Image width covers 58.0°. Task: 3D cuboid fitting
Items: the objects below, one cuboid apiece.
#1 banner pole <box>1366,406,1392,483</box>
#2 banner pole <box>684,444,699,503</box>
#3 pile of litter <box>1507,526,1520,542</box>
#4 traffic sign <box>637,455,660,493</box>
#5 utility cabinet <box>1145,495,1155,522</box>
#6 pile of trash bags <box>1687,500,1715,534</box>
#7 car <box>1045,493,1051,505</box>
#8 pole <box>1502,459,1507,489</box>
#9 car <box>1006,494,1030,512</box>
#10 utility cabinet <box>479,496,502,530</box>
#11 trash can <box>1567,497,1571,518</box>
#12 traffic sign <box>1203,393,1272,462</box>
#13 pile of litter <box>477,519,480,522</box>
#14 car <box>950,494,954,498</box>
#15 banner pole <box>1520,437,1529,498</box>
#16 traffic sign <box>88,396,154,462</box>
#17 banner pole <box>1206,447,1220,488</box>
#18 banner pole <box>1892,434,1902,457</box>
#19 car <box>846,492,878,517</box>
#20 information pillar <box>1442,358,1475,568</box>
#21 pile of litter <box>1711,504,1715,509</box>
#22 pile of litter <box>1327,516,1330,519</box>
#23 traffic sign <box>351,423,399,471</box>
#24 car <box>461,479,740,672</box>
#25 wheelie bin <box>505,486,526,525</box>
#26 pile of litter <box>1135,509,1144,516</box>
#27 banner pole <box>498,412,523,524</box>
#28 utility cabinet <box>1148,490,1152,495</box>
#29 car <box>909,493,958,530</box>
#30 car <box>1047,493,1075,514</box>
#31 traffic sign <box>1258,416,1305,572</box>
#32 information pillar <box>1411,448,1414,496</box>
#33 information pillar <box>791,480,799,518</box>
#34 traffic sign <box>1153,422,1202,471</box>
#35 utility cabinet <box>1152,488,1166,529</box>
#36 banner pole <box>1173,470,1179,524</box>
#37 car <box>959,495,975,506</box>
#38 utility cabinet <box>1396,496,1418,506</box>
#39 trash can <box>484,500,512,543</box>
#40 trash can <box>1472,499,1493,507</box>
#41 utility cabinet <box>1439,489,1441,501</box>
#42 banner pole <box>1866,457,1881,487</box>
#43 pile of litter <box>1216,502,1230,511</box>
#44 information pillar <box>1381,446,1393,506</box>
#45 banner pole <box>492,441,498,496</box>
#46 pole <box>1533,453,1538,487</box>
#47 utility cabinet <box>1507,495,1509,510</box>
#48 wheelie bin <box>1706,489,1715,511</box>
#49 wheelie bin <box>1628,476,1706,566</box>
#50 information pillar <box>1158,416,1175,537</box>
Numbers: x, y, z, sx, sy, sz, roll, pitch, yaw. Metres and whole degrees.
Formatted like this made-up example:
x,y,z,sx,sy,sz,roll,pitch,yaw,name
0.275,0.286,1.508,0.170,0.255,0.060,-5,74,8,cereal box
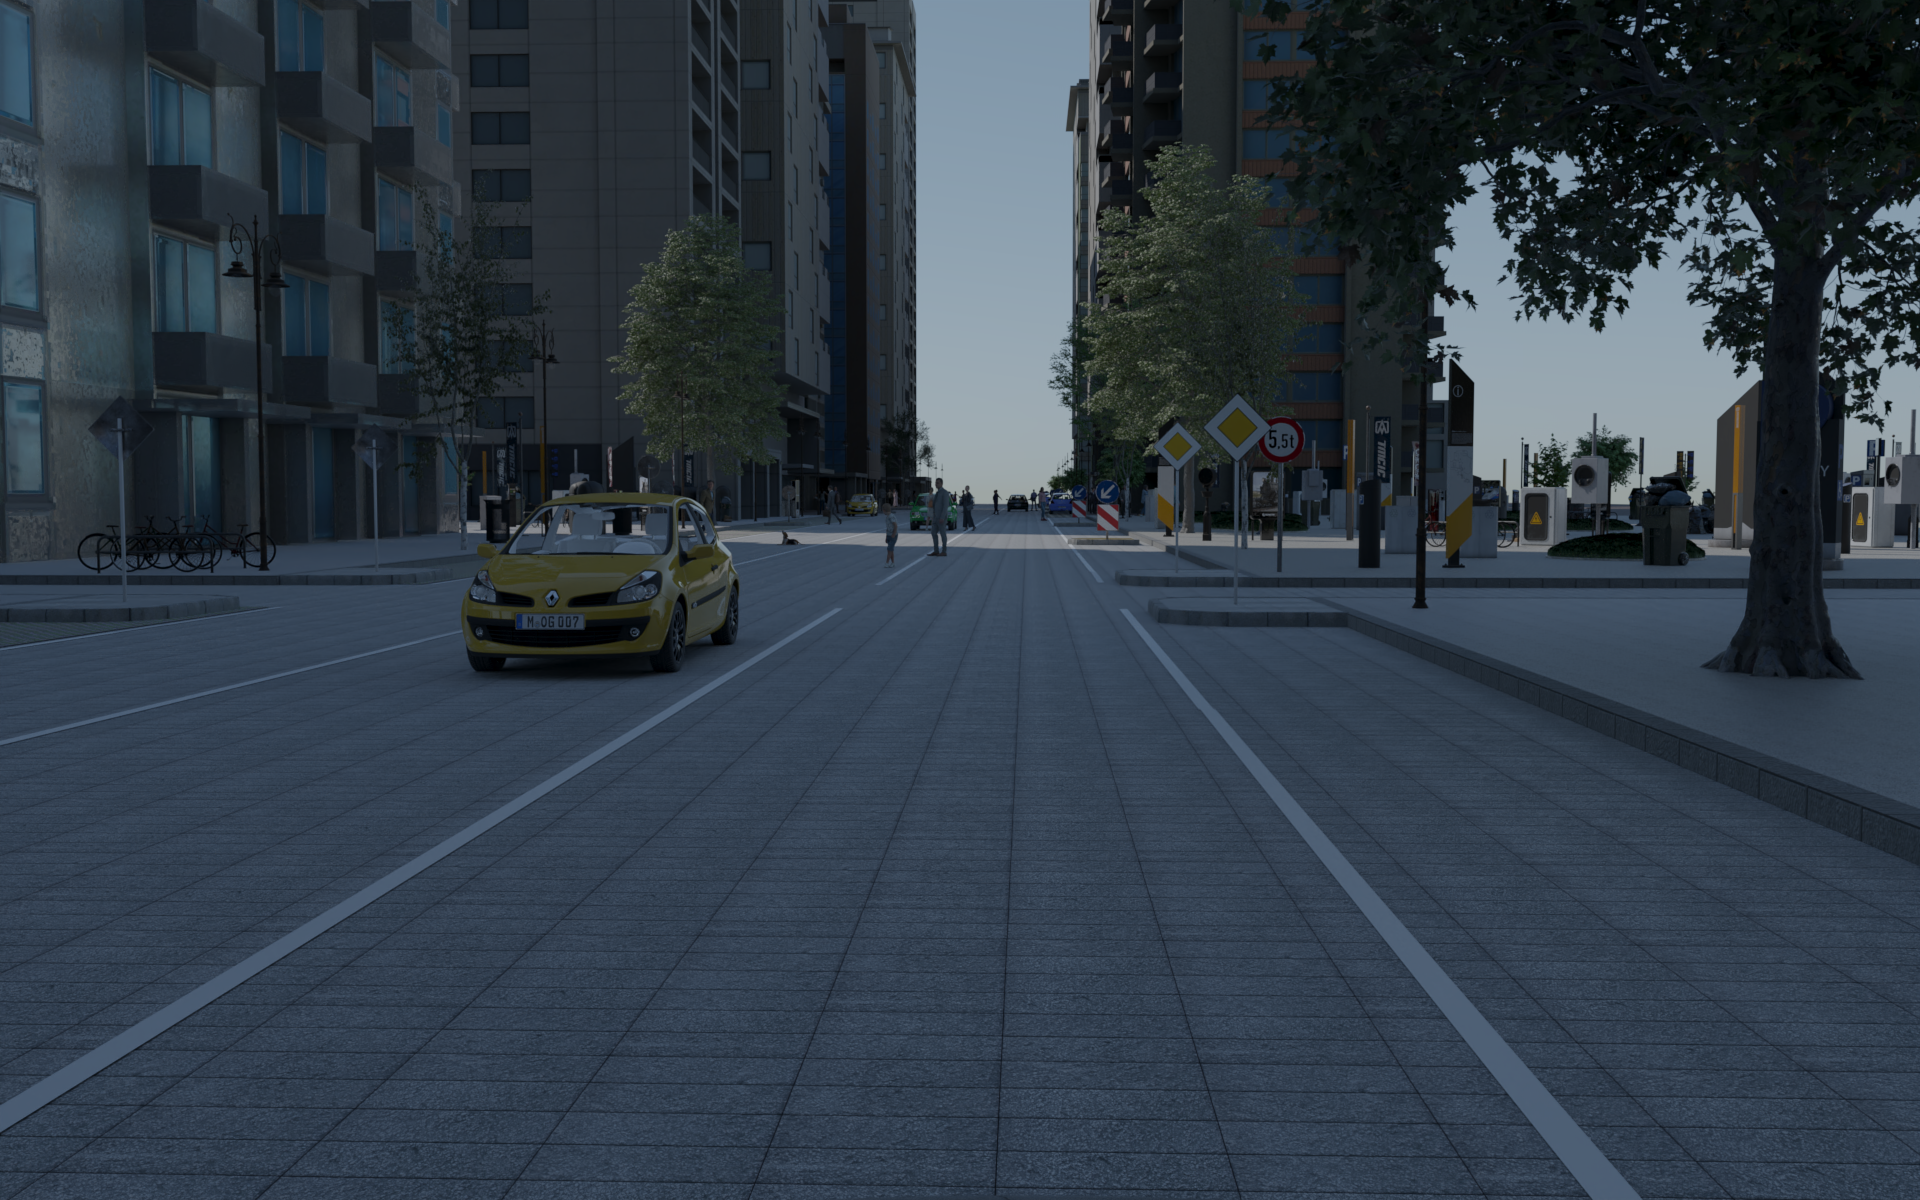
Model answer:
x,y,z,sx,sy,sz,roll,pitch,yaw,name
11.787,-3.613,49.090,0.863,3.779,0.401,1,4,19,banner pole
-11.804,-5.284,76.414,0.863,3.779,0.401,1,4,10,banner pole
15.600,-1.995,46.577,1.719,0.858,1.176,1,4,14,pile of litter
-10.243,-3.480,57.010,0.768,2.556,0.104,0,4,4,traffic sign
9.045,-4.239,80.464,1.020,1.237,0.306,-3,5,-45,utility cabinet
24.016,-2.800,55.539,1.912,1.369,3.447,0,4,-3,pile of trash bags
10.169,-11.607,199.372,1.945,1.707,3.694,0,4,3,car
31.325,-6.472,99.668,0.158,3.312,0.155,0,3,0,pole
4.724,-8.041,141.260,2.009,1.686,4.222,0,4,3,car
-16.906,-3.136,62.431,0.306,1.237,1.020,1,4,15,utility cabinet
26.925,-3.931,75.930,0.748,1.137,0.748,0,3,0,trash can
3.222,-1.092,20.048,0.795,2.593,0.064,0,4,2,traffic sign
-21.409,-3.982,79.069,1.719,0.858,1.176,3,5,43,pile of litter
-1.483,-13.596,231.889,1.945,1.707,3.694,0,4,1,car
24.807,-5.268,76.154,0.401,3.779,0.863,-1,4,-9,banner pole
-9.961,-1.125,20.584,0.795,2.593,0.064,0,4,2,traffic sign
11.862,-5.602,81.606,0.863,3.779,0.401,-1,4,-11,banner pole
39.379,-5.070,72.919,0.863,3.779,0.401,-2,4,-31,banner pole
-6.247,-6.158,110.914,2.015,1.641,3.980,0,4,3,car
8.668,-2.367,30.058,0.504,3.616,0.183,-1,4,-19,information pillar
35.030,-4.020,79.692,1.176,0.858,1.719,1,4,9,pile of litter
19.794,-4.675,90.395,1.176,0.858,1.719,0,4,-5,pile of litter
-9.648,-1.613,28.563,0.795,2.593,0.064,0,4,2,traffic sign
-3.046,-0.302,15.163,2.015,1.641,3.980,0,4,2,car
-18.364,-3.892,71.547,0.693,1.594,0.980,-3,5,-41,wheelie bin
11.083,-5.331,101.125,1.719,0.858,1.176,1,4,16,pile of litter
-13.566,-3.846,52.906,0.863,3.779,0.401,2,4,33,banner pole
9.475,-4.539,82.885,1.173,1.500,0.318,-3,5,-43,utility cabinet
-1.048,-3.723,69.666,1.959,1.807,4.718,0,4,2,car
7.157,-6.909,122.548,1.945,1.707,3.694,0,4,2,car
5.262,-1.733,28.448,0.768,2.556,0.104,0,4,3,traffic sign
23.093,-5.936,88.409,0.183,3.616,0.504,1,4,18,information pillar
-8.713,-5.332,91.667,0.304,2.012,0.304,2,4,33,information pillar
3.535,-1.580,28.027,0.795,2.593,0.064,0,4,2,traffic sign
7.406,-3.383,63.992,0.318,1.500,1.173,0,4,1,utility cabinet
8.977,-5.105,73.478,0.863,3.779,0.401,-3,4,-37,banner pole
0.853,-12.216,211.734,2.014,1.417,4.499,0,4,4,car
15.564,-3.007,60.318,0.306,1.237,1.020,-1,4,-14,utility cabinet
-12.048,-2.049,45.159,0.748,1.137,0.748,0,3,0,trash can
14.740,-2.295,49.170,0.748,1.137,0.748,0,3,0,trash can
19.763,-3.856,71.721,0.318,1.500,1.173,1,4,15,utility cabinet
44.688,-5.789,84.661,0.401,3.779,0.863,-3,4,-38,banner pole
14.612,-5.006,95.808,1.719,0.858,1.176,3,4,39,pile of litter
17.779,-4.947,72.243,0.504,3.616,0.183,3,5,42,information pillar
-21.693,-5.589,81.396,0.863,3.779,0.401,-2,4,-34,banner pole
28.465,-5.617,85.675,0.158,3.312,0.155,0,3,0,pole
31.915,-5.549,101.883,0.306,1.237,1.020,0,4,-8,utility cabinet
42.844,-5.584,99.202,0.693,1.594,0.980,1,4,11,wheelie bin
12.681,-1.420,31.120,0.693,1.594,0.980,-2,4,-33,wheelie bin
6.187,-3.703,51.903,0.504,3.616,0.183,0,4,6,information pillar
